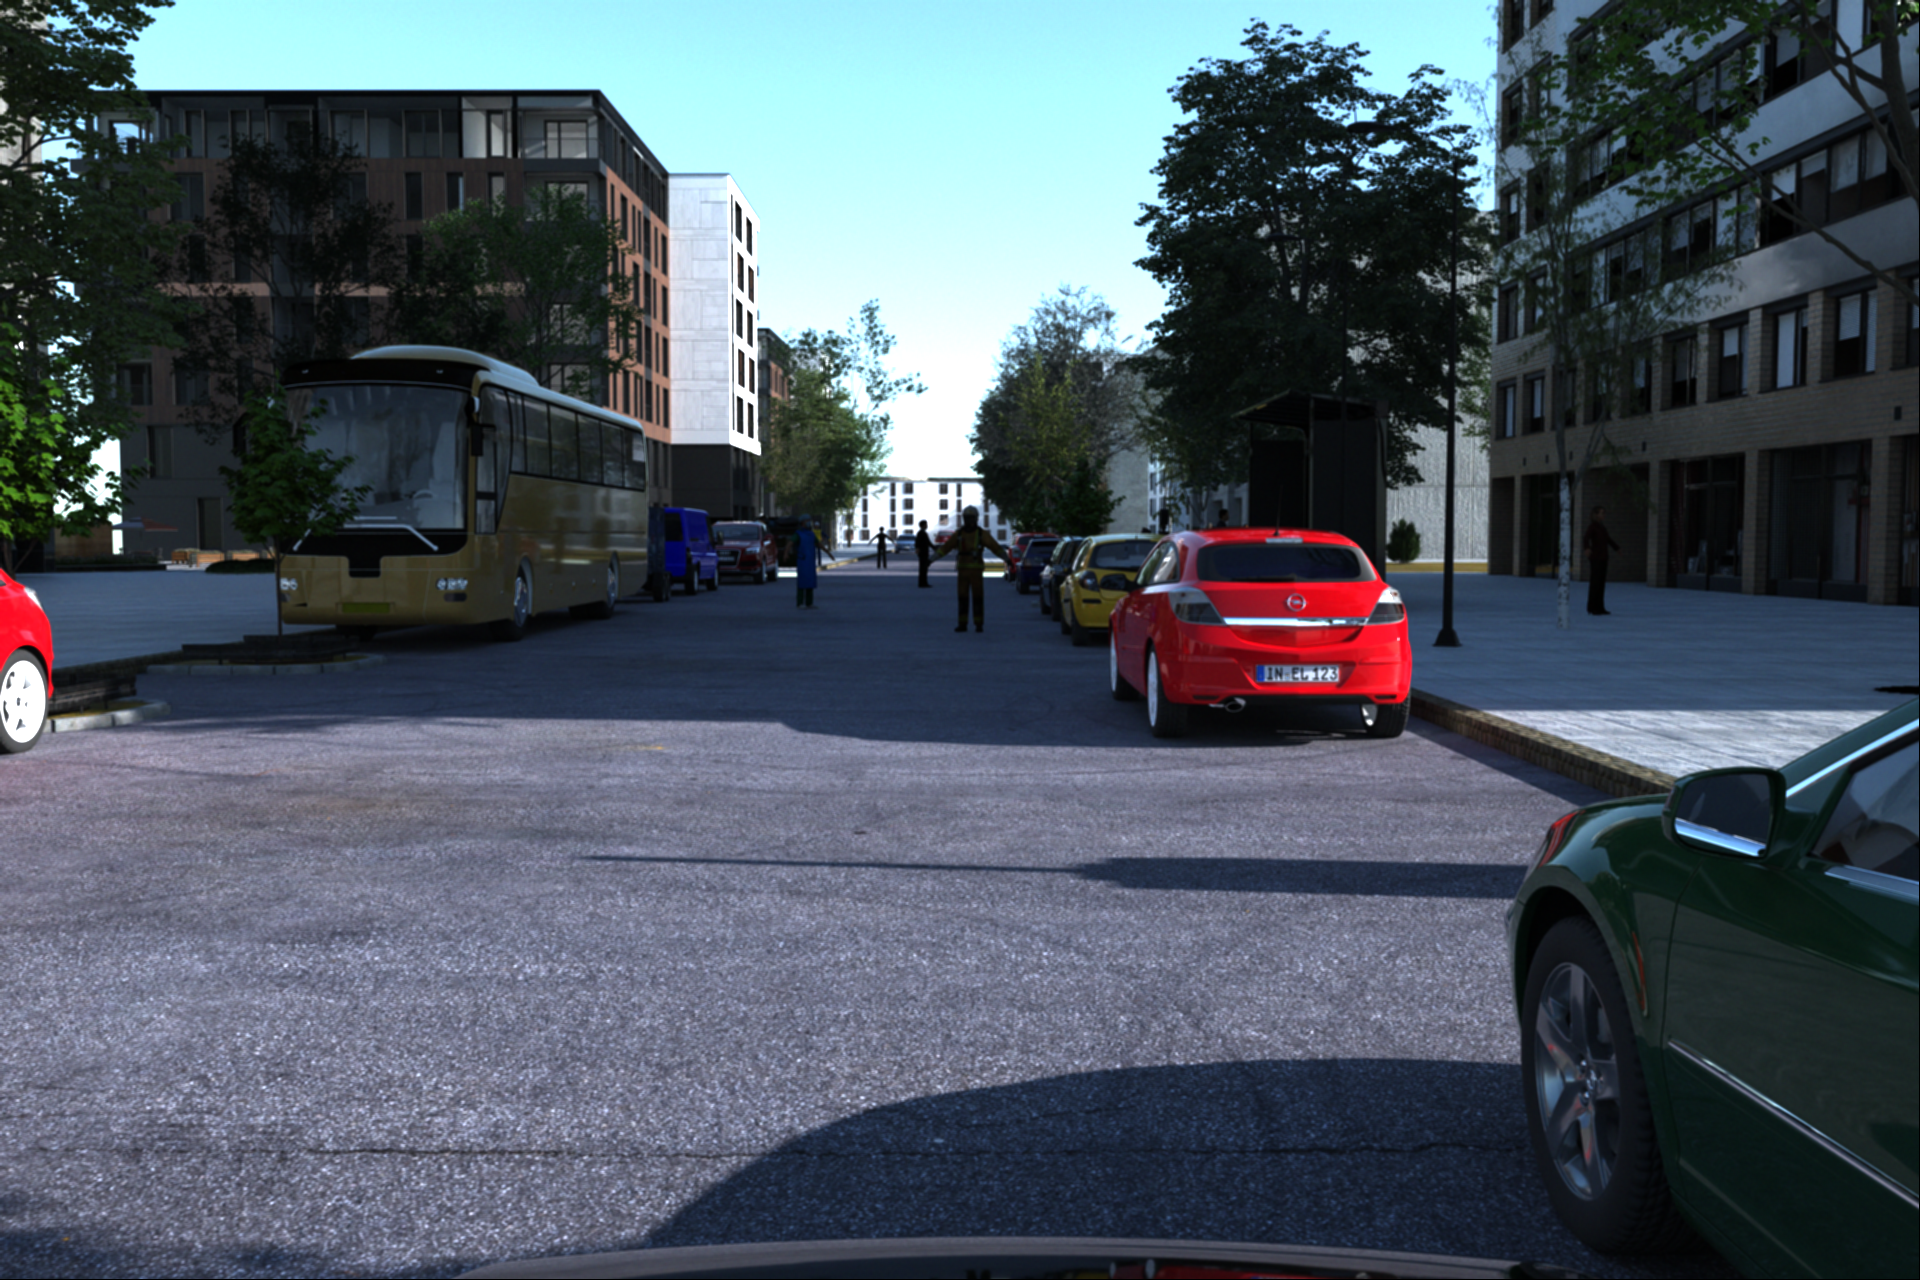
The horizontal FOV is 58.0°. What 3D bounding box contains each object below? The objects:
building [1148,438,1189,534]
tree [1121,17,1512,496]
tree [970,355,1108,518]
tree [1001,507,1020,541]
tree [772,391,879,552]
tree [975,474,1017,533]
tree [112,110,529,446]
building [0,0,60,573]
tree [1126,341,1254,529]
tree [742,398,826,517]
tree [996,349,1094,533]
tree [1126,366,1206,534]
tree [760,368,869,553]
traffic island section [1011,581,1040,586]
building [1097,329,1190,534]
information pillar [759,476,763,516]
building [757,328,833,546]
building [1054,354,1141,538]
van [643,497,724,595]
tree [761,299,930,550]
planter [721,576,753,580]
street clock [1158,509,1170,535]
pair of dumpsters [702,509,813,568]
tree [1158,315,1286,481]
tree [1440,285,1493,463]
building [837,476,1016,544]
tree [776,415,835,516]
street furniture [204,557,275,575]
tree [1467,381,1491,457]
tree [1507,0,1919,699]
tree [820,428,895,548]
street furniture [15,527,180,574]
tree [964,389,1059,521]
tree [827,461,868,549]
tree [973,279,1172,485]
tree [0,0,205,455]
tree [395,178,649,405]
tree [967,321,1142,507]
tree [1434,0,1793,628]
[{"bbox_3d":[20.894,-11.917,136.989,9.099,9.664,28.070,0,4,0],"label":"building"},{"bbox_3d":[8.579,-8.316,42.625,9.857,13.997,8.962,0,3,0],"label":"tree"},{"bbox_3d":[5.407,-12.862,116.954,9.857,13.997,8.962,0,3,0],"label":"tree"},{"bbox_3d":[4.925,-13.036,163.503,4.737,8.622,4.395,0,3,0],"label":"tree"},{"bbox_3d":[-9.717,-12.333,127.392,9.928,11.665,9.643,0,3,0],"label":"tree"},{"bbox_3d":[4.832,-13.402,153.527,8.767,10.594,7.601,3,4,38],"label":"tree"},{"bbox_3d":[-13.742,-6.335,37.991,8.767,10.594,7.601,-2,4,-31],"label":"tree"},{"bbox_3d":[-33.007,-15.884,39.287,16.754,29.471,25.880,0,4,-1],"label":"building"},{"bbox_3d":[7.693,-6.454,55.882,4.737,8.622,4.395,0,3,0],"label":"tree"},{"bbox_3d":[-10.183,-8.808,94.366,4.360,8.622,3.978,0,3,0],"label":"tree"},{"bbox_3d":[3.527,-7.205,68.163,4.737,8.622,4.395,0,3,0],"label":"tree"},{"bbox_3d":[8.796,-7.586,74.399,4.360,8.622,3.978,0,3,0],"label":"tree"},{"bbox_3d":[-10.182,-12.286,119.009,7.486,12.596,7.792,0,3,0],"label":"tree"},{"bbox_3d":[2.424,-1.579,48.678,1.991,0.108,1.994,0,4,0],"label":"traffic island section"},{"bbox_3d":[24.066,-21.395,180.738,19.493,23.208,18.063,0,4,0],"label":"building"},{"bbox_3d":[-8.060,-4.826,70.264,0.183,3.616,0.504,0,4,1],"label":"information pillar"},{"bbox_3d":[-29.131,-21.057,188.255,27.936,21.610,32.646,0,4,1],"label":"building"},{"bbox_3d":[24.130,-22.558,212.800,27.936,21.610,32.646,0,4,0],"label":"building"},{"bbox_3d":[-7.098,-2.313,42.200,2.240,2.365,5.245,0,4,0],"label":"van"},{"bbox_3d":[-9.277,-17.346,139.490,12.611,20.169,13.585,0,3,0],"label":"tree"},{"bbox_3d":[-7.294,-2.071,55.005,1.991,0.319,1.994,0,4,1],"label":"planter"},{"bbox_3d":[5.897,-2.789,50.163,0.358,2.002,0.471,0,4,0],"label":"street clock"},{"bbox_3d":[-7.090,-3.195,57.191,4.436,2.255,1.574,0,4,0],"label":"pair of dumpsters"},{"bbox_3d":[11.371,-8.097,66.805,7.601,10.594,8.767,2,4,25],"label":"tree"},{"bbox_3d":[21.722,-8.472,64.269,9.928,11.665,9.643,0,3,0],"label":"tree"},{"bbox_3d":[-5.120,-18.836,252.578,28.070,9.664,9.099,0,4,-6],"label":"building"},{"bbox_3d":[-9.778,-9.614,107.554,4.360,8.622,3.978,0,3,0],"label":"tree"},{"bbox_3d":[-20.813,-2.675,59.357,10.072,0.657,5.734,-3,4,-36],"label":"street furniture"},{"bbox_3d":[25.748,-8.495,73.303,8.767,10.594,7.601,1,4,19],"label":"tree"},{"bbox_3d":[7.898,-5.370,13.556,9.928,11.665,9.643,0,3,0],"label":"tree"},{"bbox_3d":[-10.331,-14.561,163.831,9.928,11.665,9.643,0,3,0],"label":"tree"},{"bbox_3d":[-31.177,-3.247,59.941,9.812,1.723,11.010,2,4,26],"label":"street furniture"},{"bbox_3d":[5.075,-13.768,131.756,9.857,13.997,8.962,0,3,0],"label":"tree"},{"bbox_3d":[-10.348,-12.296,151.403,4.737,8.622,4.395,0,3,0],"label":"tree"},{"bbox_3d":[5.704,-10.579,83.333,12.009,13.543,11.850,0,3,0],"label":"tree"},{"bbox_3d":[-13.473,-6.280,20.797,7.486,12.596,7.792,0,3,0],"label":"tree"},{"bbox_3d":[-12.759,-7.630,50.500,9.928,11.665,9.643,0,3,0],"label":"tree"},{"bbox_3d":[5.223,-11.559,99.364,12.009,13.543,11.850,0,3,0],"label":"tree"},{"bbox_3d":[8.096,-4.478,23.580,4.360,8.622,3.978,0,3,0],"label":"tree"}]
